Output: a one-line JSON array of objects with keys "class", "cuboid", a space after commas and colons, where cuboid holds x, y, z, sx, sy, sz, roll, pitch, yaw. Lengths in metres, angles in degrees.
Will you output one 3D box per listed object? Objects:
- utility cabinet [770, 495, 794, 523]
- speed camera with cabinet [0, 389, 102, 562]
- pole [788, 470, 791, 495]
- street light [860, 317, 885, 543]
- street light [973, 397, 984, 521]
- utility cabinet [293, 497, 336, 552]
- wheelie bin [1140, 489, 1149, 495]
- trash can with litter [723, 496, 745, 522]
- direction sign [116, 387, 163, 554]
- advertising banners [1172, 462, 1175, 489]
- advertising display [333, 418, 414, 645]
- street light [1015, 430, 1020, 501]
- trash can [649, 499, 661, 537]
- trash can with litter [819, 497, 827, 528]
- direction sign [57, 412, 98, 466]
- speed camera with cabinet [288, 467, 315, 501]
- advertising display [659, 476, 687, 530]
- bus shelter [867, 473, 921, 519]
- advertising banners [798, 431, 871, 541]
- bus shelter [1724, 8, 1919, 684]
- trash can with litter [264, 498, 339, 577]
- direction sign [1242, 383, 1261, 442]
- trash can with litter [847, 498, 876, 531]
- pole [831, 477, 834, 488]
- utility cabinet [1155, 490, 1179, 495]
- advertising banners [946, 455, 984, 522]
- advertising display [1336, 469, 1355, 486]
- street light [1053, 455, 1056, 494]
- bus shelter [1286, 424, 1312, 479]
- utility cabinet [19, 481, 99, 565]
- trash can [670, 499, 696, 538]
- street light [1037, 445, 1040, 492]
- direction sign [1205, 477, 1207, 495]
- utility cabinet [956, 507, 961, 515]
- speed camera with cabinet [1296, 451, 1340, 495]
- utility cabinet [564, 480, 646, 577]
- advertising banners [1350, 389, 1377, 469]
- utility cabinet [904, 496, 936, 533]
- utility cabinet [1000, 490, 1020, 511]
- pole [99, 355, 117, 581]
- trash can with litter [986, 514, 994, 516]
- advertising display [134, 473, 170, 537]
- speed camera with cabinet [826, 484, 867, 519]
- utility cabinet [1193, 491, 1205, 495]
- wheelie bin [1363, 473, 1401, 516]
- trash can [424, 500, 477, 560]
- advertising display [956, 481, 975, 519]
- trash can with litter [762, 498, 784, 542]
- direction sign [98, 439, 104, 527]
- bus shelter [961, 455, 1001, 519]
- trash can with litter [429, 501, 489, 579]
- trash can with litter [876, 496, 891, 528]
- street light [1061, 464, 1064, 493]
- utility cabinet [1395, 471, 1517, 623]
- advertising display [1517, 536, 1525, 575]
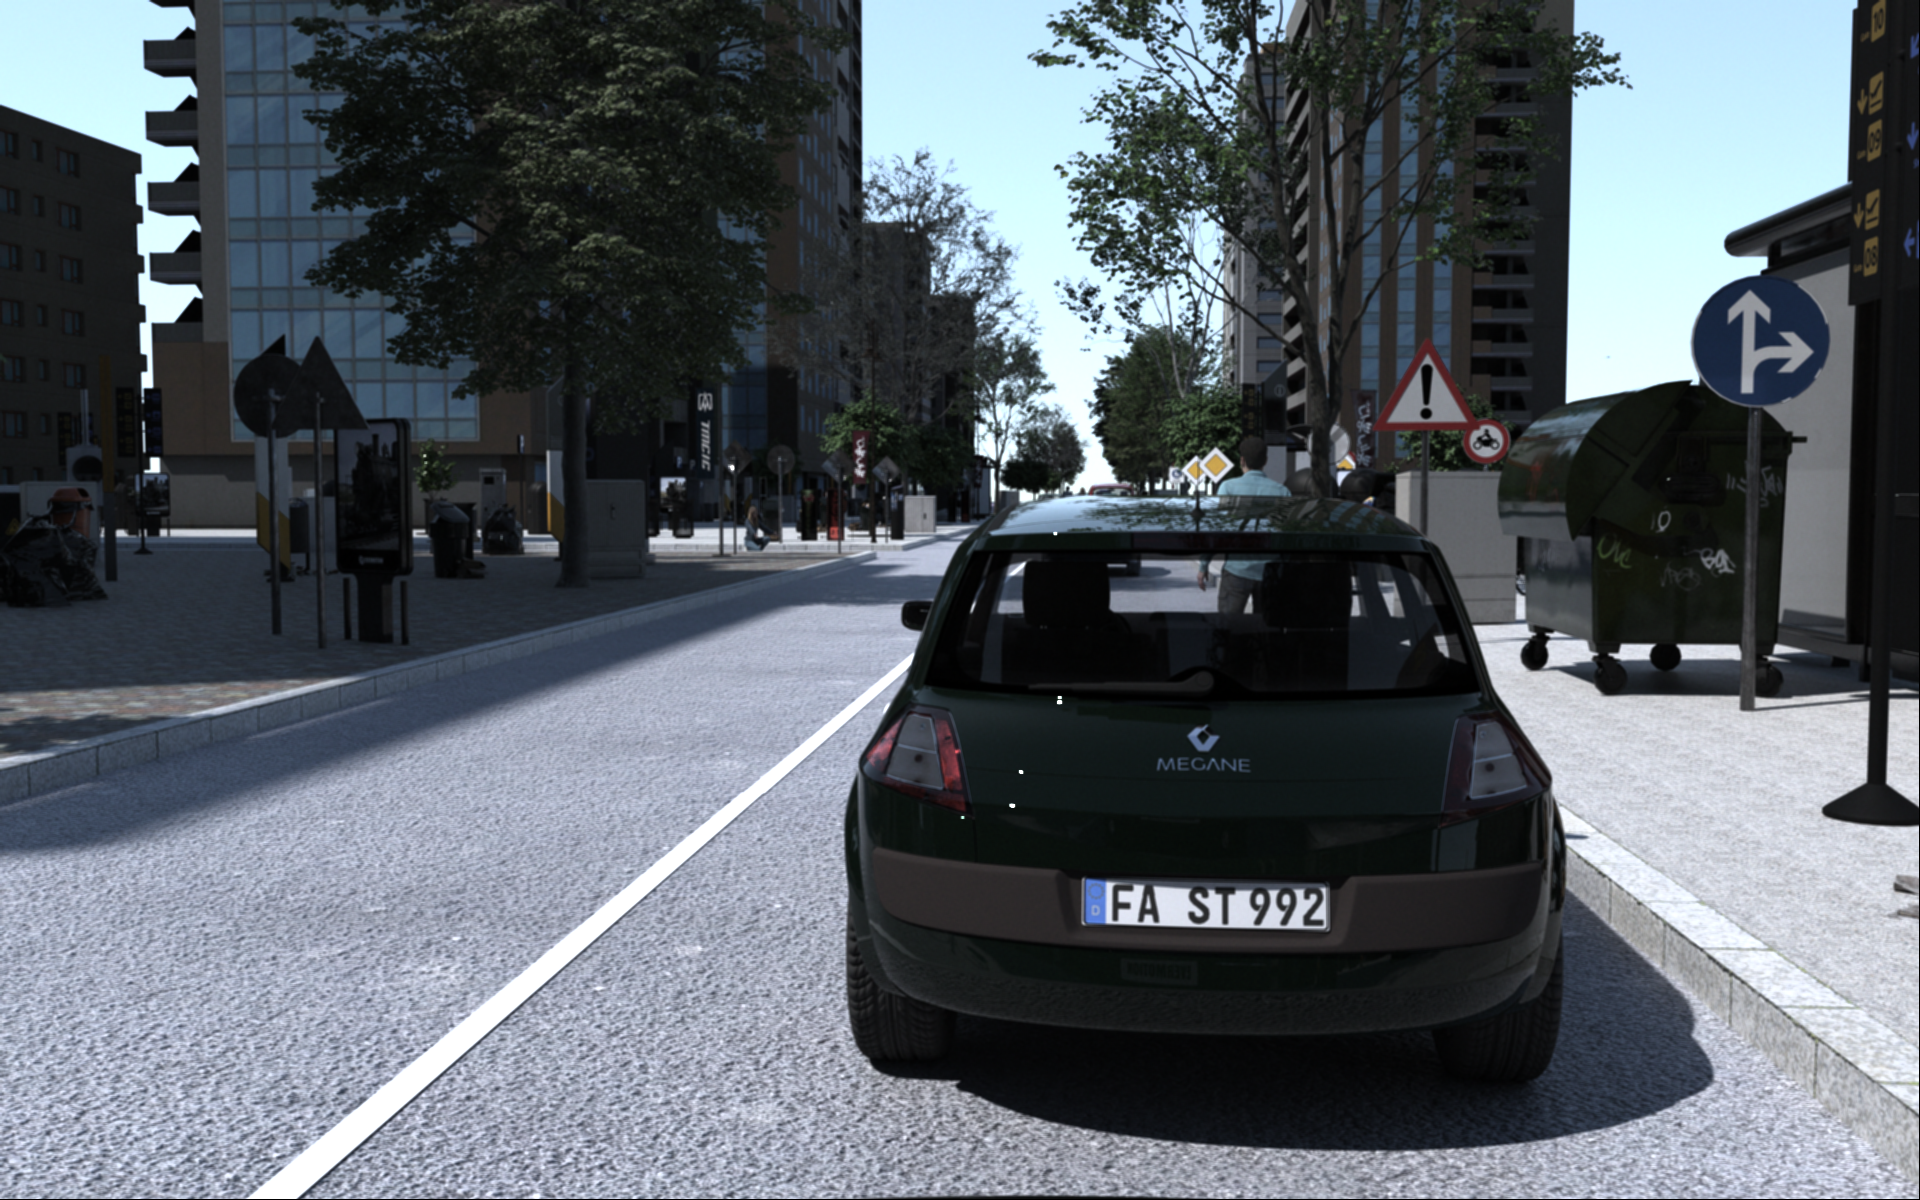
[{"class": "utility cabinet", "cuboid": [-7.955, -4.056, 77.478, 1.020, 1.237, 0.306, 1, 4, 13]}, {"class": "speed camera with cabinet", "cuboid": [-17.010, -2.319, 32.254, 2.038, 3.252, 0.660, -2, 4, -32]}, {"class": "pole", "cuboid": [-9.201, -6.095, 93.499, 0.158, 3.312, 0.155, 0, 3, 0]}, {"class": "street light", "cuboid": [-2.270, -4.441, 45.405, 0.468, 5.910, 1.993, 0, 4, 5]}, {"class": "street light", "cuboid": [0.861, -6.721, 82.672, 0.468, 5.910, 1.993, 0, 4, 5]}, {"class": "utility cabinet", "cuboid": [-14.339, -1.685, 38.708, 1.020, 1.237, 0.306, -3, 5, -40]}, {"class": "wheelie bin", "cuboid": [11.992, -6.434, 113.103, 0.693, 1.594, 0.980, 0, 4, 1]}, {"class": "trash can with litter", "cuboid": [-10.638, -4.250, 80.874, 1.055, 1.170, 0.624, -2, 4, -32]}, {"class": "direction sign", "cuboid": [-17.466, -2.748, 36.934, 0.876, 3.537, 0.379, -1, 4, -22]}, {"class": "advertising banners", "cuboid": [11.458, -6.064, 95.336, 0.090, 3.025, 2.074, -1, 4, -15]}, {"class": "advertising display", "cuboid": [-5.068, -0.597, 14.969, 0.974, 1.923, 0.123, 3, 4, 38]}, {"class": "street light", "cuboid": [4.127, -9.103, 121.622, 0.468, 5.910, 1.993, 0, 4, 5]}, {"class": "trash can", "cuboid": [-9.297, -2.457, 51.833, 0.748, 1.137, 0.748, 0, 3, 0]}, {"class": "trash can with litter", "cuboid": [-4.947, -3.325, 65.758, 0.624, 1.170, 1.055, -2, 4, -25]}, {"class": "direction sign", "cuboid": [-24.493, -3.428, 48.045, 0.876, 3.537, 0.379, -1, 4, -21]}, {"class": "speed camera with cabinet", "cuboid": [-21.309, -3.781, 56.156, 2.038, 3.252, 0.660, -2, 4, -27]}, {"class": "advertising display", "cuboid": [-10.249, -3.467, 61.891, 0.974, 1.923, 0.123, 0, 4, -6]}, {"class": "bus shelter", "cuboid": [-3.136, -6.317, 80.907, 2.179, 5.291, 8.768, 0, 4, 5]}, {"class": "advertising banners", "cuboid": [-3.447, -3.139, 47.512, 2.074, 3.025, 0.090, 1, 4, 12]}, {"class": "bus shelter", "cuboid": [6.995, -2.107, 12.087, 2.179, 5.291, 8.768, 0, 4, 5]}, {"class": "trash can with litter", "cuboid": [-10.298, -1.025, 27.821, 1.678, 1.210, 2.233, 2, 4, 25]}, {"class": "direction sign", "cuboid": [6.127, -2.671, 35.674, 0.876, 3.537, 0.379, -2, 4, -34]}, {"class": "trash can with litter", "cuboid": [-3.439, -2.982, 60.147, 1.055, 1.170, 0.624, 2, 4, 29]}, {"class": "pole", "cuboid": [-6.650, -5.897, 90.255, 0.158, 3.312, 0.155, 0, 3, 0]}, {"class": "utility cabinet", "cuboid": [10.071, -4.635, 84.454, 1.173, 1.500, 0.318, -2, 4, -25]}, {"class": "advertising banners", "cuboid": [0.225, -5.024, 78.331, 2.074, 3.025, 0.090, 3, 4, 36]}, {"class": "advertising display", "cuboid": [10.108, -2.397, 44.411, 0.974, 1.923, 0.123, 2, 4, 28]}, {"class": "street light", "cuboid": [11.140, -14.170, 204.471, 0.468, 5.910, 1.993, 0, 4, 5]}, {"class": "bus shelter", "cuboid": [10.155, -3.592, 52.656, 2.014, 3.302, 5.546, 0, 4, 5]}, {"class": "utility cabinet", "cuboid": [-15.803, -1.328, 30.393, 0.318, 1.500, 1.173, 3, 5, 42]}, {"class": "trash can", "cuboid": [-8.053, -2.367, 50.350, 0.748, 1.137, 0.748, 0, 3, 0]}, {"class": "street light", "cuboid": [7.255, -11.381, 158.864, 0.468, 5.910, 1.993, 0, 4, 5]}, {"class": "direction sign", "cuboid": [14.116, -6.395, 96.560, 0.379, 3.537, 0.876, -3, 5, -40]}, {"class": "utility cabinet", "cuboid": [0.339, -5.991, 109.115, 1.020, 1.237, 0.306, 2, 4, 33]}, {"class": "speed camera with cabinet", "cuboid": [7.802, -2.540, 35.860, 2.038, 3.252, 0.660, -3, 5, -40]}, {"class": "utility cabinet", "cuboid": [-5.418, -1.087, 26.452, 1.173, 1.500, 0.318, -1, 4, -23]}, {"class": "advertising banners", "cuboid": [7.456, -2.029, 29.359, 2.074, 3.025, 0.090, -1, 4, -23]}, {"class": "utility cabinet", "cuboid": [-1.317, -2.829, 57.408, 1.020, 1.237, 0.306, 1, 4, 13]}, {"class": "utility cabinet", "cuboid": [3.297, -6.314, 111.912, 1.173, 1.500, 0.318, -2, 4, -35]}, {"class": "pole", "cuboid": [-12.556, -1.938, 25.526, 0.158, 3.312, 0.155, 0, 3, 0]}, {"class": "trash can with litter", "cuboid": [1.567, -5.457, 100.274, 1.678, 1.210, 2.233, 0, 4, 3]}, {"class": "advertising display", "cuboid": [-24.378, -2.878, 52.274, 0.974, 1.923, 0.123, -2, 4, -28]}, {"class": "speed camera with cabinet", "cuboid": [-5.821, -5.785, 88.922, 2.038, 3.252, 0.660, -1, 4, -22]}, {"class": "utility cabinet", "cuboid": [16.150, -6.615, 116.827, 0.318, 1.500, 1.173, 3, 4, 38]}, {"class": "wheelie bin", "cuboid": [6.413, -1.073, 25.449, 0.980, 1.594, 0.693, -1, 4, -11]}, {"class": "trash can", "cuboid": [-8.307, -1.027, 28.437, 0.748, 1.137, 0.748, 0, 3, 0]}, {"class": "advertising display", "cuboid": [0.296, -5.062, 87.984, 0.974, 1.923, 0.123, 1, 4, 16]}, {"class": "trash can with litter", "cuboid": [-5.049, -2.177, 46.975, 0.624, 1.170, 1.055, -1, 4, -10]}, {"class": "direction sign", "cuboid": [-33.147, -4.574, 66.790, 0.379, 3.537, 0.876, 1, 4, 18]}, {"class": "bus shelter", "cuboid": [1.011, -5.987, 91.812, 2.014, 3.302, 5.546, 0, 4, 5]}, {"class": "trash can with litter", "cuboid": [-7.648, -0.929, 26.578, 1.055, 1.170, 0.624, 2, 4, 35]}, {"class": "trash can with litter", "cuboid": [-3.011, -3.423, 67.030, 1.678, 1.210, 2.233, 0, 4, 7]}, {"class": "street light", "cuboid": [14.334, -16.448, 241.708, 0.468, 5.910, 1.993, 0, 4, 5]}, {"class": "utility cabinet", "cuboid": [4.864, -0.509, 17.009, 1.173, 1.500, 0.318, -1, 4, -15]}, {"class": "advertising display", "cuboid": [8.971, -1.370, 27.612, 0.123, 1.923, 0.974, 0, 4, -1]}]
